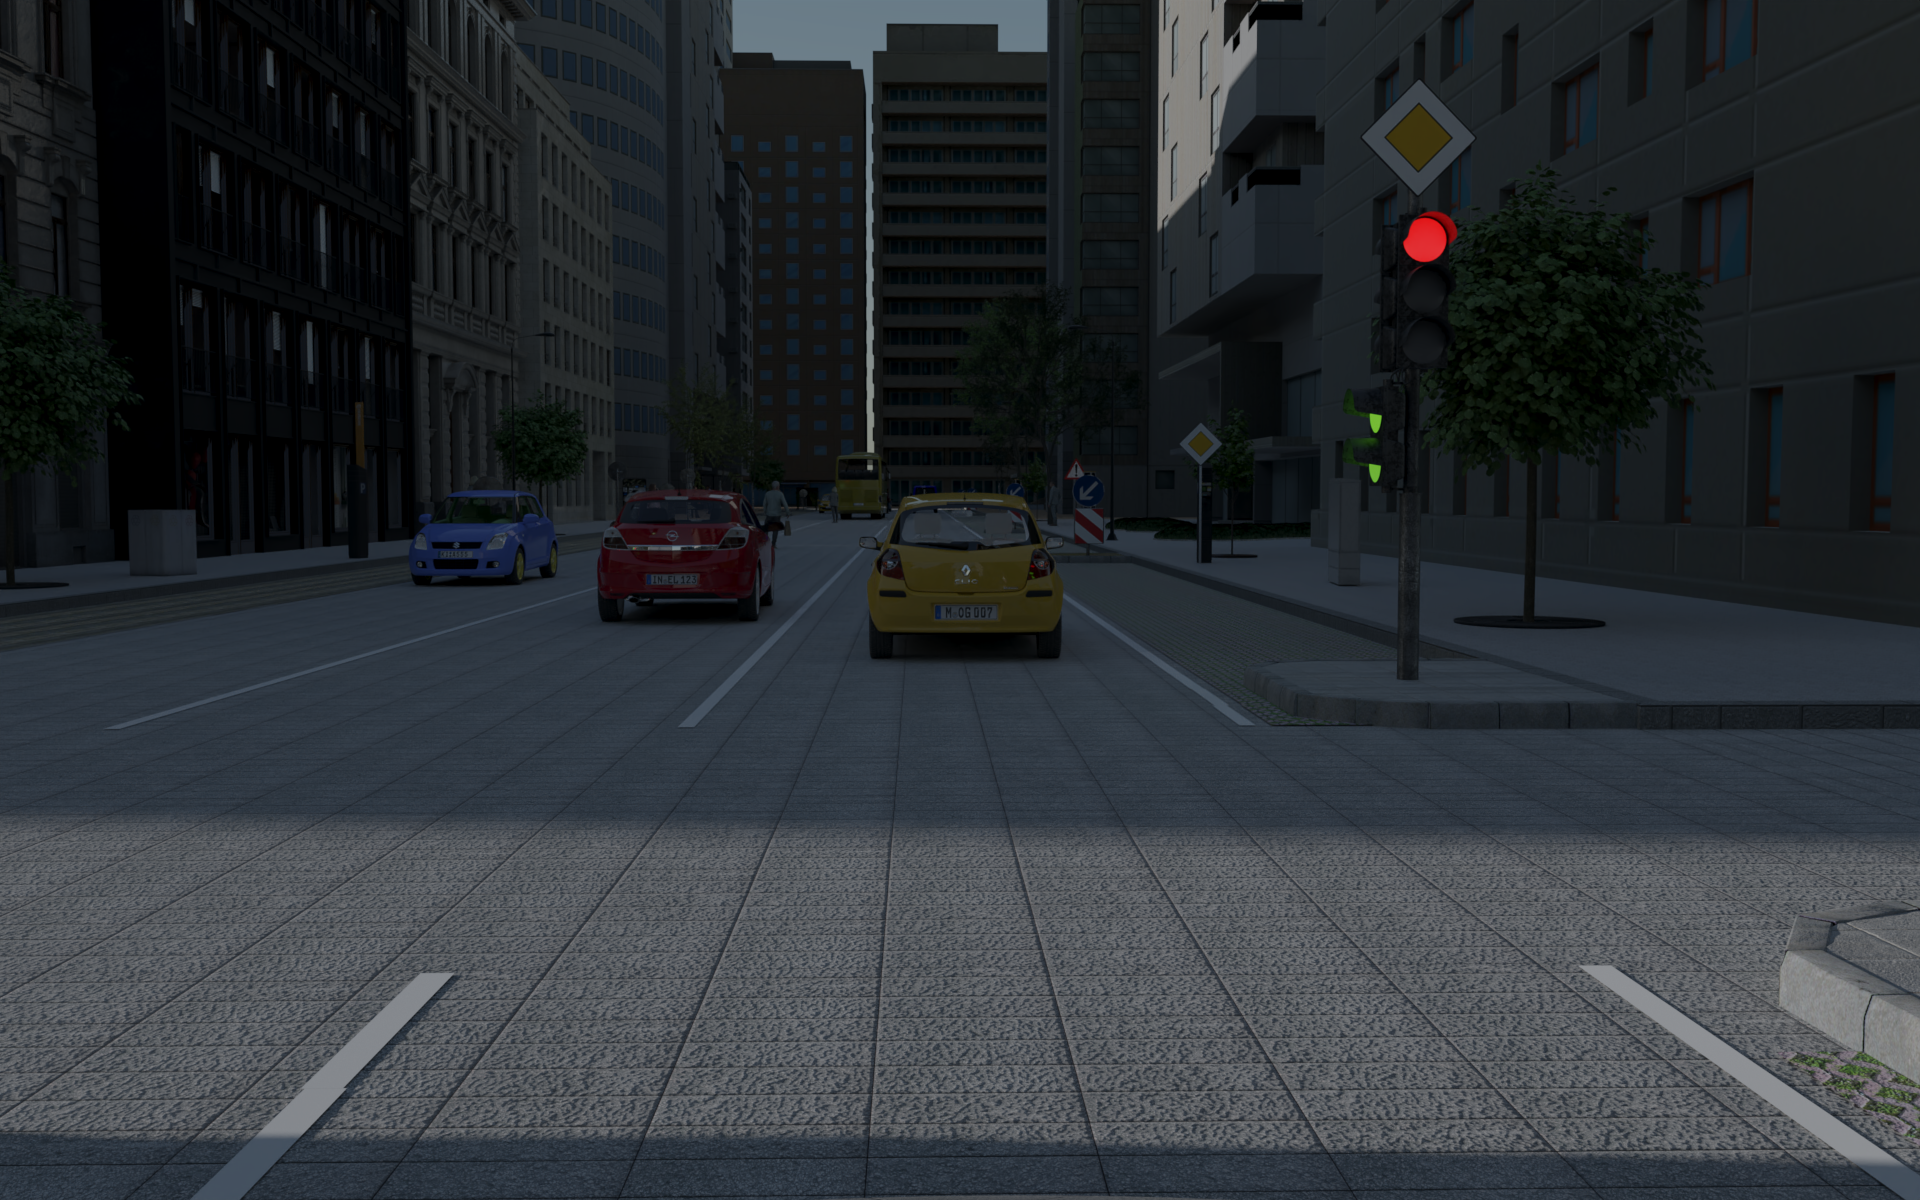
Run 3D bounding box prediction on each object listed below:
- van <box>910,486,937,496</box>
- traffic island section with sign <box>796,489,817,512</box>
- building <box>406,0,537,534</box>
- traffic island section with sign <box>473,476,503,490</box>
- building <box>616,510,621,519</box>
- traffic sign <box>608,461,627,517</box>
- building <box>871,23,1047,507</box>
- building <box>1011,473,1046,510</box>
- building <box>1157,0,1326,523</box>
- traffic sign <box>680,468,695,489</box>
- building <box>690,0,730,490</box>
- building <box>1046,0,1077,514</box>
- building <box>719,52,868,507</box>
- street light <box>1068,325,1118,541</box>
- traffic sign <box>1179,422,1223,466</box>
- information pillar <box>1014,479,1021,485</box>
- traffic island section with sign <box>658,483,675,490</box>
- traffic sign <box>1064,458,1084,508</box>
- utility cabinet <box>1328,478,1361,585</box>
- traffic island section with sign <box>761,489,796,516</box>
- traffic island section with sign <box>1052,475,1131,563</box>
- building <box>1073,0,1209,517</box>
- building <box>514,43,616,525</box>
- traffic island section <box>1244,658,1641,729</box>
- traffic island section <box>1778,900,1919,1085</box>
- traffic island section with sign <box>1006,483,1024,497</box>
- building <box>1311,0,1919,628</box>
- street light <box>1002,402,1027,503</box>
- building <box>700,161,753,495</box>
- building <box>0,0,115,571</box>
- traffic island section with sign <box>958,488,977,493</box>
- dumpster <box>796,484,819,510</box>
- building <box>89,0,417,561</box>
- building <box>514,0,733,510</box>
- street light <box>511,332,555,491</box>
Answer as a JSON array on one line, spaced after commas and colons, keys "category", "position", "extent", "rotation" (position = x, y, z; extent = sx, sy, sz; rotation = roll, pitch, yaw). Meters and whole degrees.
[{"category": "van", "position": [-2.624, -7.655, 129.545], "extent": [2.240, 2.365, 5.245], "rotation": [0, 4, -2]}, {"category": "traffic island section with sign", "position": [-12.708, -8.103, 141.106], "extent": [1.989, 1.847, 2.006], "rotation": [0, 4, -1]}, {"category": "building", "position": [-21.885, -14.040, 58.430], "extent": [11.050, 23.489, 19.941], "rotation": [0, 4, -1]}, {"category": "traffic island section with sign", "position": [-10.199, -1.744, 37.140], "extent": [1.989, 1.847, 2.006], "rotation": [0, 4, -1]}, {"category": "building", "position": [-27.858, -34.094, 99.432], "extent": [21.231, 58.520, 28.212], "rotation": [0, 4, -1]}, {"category": "traffic sign", "position": [-13.382, -4.133, 67.673], "extent": [0.768, 2.556, 0.104], "rotation": [0, 4, 3]}, {"category": "building", "position": [1.619, -34.222, 183.235], "extent": [21.600, 48.544, 21.300], "rotation": [0, 4, -1]}, {"category": "building", "position": [20.746, -27.914, 148.280], "extent": [32.217, 40.220, 23.993], "rotation": [0, 4, -1]}, {"category": "building", "position": [22.975, -29.274, 67.875], "extent": [28.713, 52.752, 27.495], "rotation": [0, 4, -1]}, {"category": "traffic sign", "position": [-13.371, -5.192, 84.998], "extent": [0.768, 2.556, 0.104], "rotation": [0, 3, 0]}, {"category": "building", "position": [-32.075, -32.961, 128.158], "extent": [28.713, 52.752, 27.495], "rotation": [0, 4, -1]}, {"category": "building", "position": [16.604, -35.447, 121.561], "extent": [21.231, 58.520, 28.212], "rotation": [0, 4, -1]}, {"category": "building", "position": [-16.867, -32.377, 179.481], "extent": [14.200, 45.320, 14.600], "rotation": [0, 4, -1]}, {"category": "street light", "position": [3.667, -4.601, 47.763], "extent": [1.470, 5.913, 1.316], "rotation": [0, 4, -1]}, {"category": "traffic sign", "position": [4.425, -1.958, 31.740], "extent": [0.795, 2.593, 0.064], "rotation": [1, 4, 8]}, {"category": "information pillar", "position": [2.842, -4.958, 85.549], "extent": [0.304, 2.012, 0.304], "rotation": [-1, 4, -13]}, {"category": "traffic island section with sign", "position": [-10.854, -3.392, 64.087], "extent": [1.989, 1.847, 2.006], "rotation": [0, 4, -1]}, {"category": "traffic sign", "position": [4.207, -3.832, 62.656], "extent": [0.884, 2.594, 0.081], "rotation": [0, 4, 7]}, {"category": "utility cabinet", "position": [5.466, -0.973, 24.595], "extent": [0.318, 1.500, 1.173], "rotation": [0, 4, 5]}, {"category": "traffic island section with sign", "position": [-12.072, -6.455, 114.159], "extent": [1.989, 1.847, 2.006], "rotation": [0, 4, -1]}, {"category": "traffic island section with sign", "position": [2.535, -1.710, 36.591], "extent": [1.989, 1.847, 2.006], "rotation": [0, 4, -1]}, {"category": "building", "position": [13.492, -20.154, 101.216], "extent": [14.160, 30.474, 14.107], "rotation": [0, 4, -1]}, {"category": "building", "position": [-22.077, -13.587, 76.894], "extent": [10.420, 20.320, 16.860], "rotation": [0, 4, -1]}, {"category": "traffic island section", "position": [3.123, 0.629, 11.999], "extent": [2.009, 0.180, 2.903], "rotation": [0, 4, -1]}, {"category": "traffic island section", "position": [3.315, 1.117, 4.016], "extent": [2.009, 0.180, 2.903], "rotation": [0, 4, -1]}, {"category": "traffic island section with sign", "position": [1.883, -3.358, 63.538], "extent": [1.989, 1.847, 2.006], "rotation": [0, 4, -1]}, {"category": "building", "position": [23.358, -11.207, 28.270], "extent": [28.899, 21.520, 27.650], "rotation": [0, 4, -1]}, {"category": "street light", "position": [2.788, -6.982, 86.704], "extent": [1.470, 5.913, 1.316], "rotation": [0, 4, -1]}, {"category": "building", "position": [-25.578, -23.316, 152.911], "extent": [14.107, 30.474, 14.160], "rotation": [0, 4, -1]}, {"category": "building", "position": [-20.545, -10.651, 23.293], "extent": [9.793, 20.994, 18.267], "rotation": [0, 4, -1]}, {"category": "traffic island section with sign", "position": [0.665, -6.451, 114.096], "extent": [1.989, 1.847, 2.006], "rotation": [0, 4, -1]}, {"category": "dumpster", "position": [-13.126, -8.797, 148.779], "extent": [1.985, 2.255, 1.502], "rotation": [0, 4, 0]}, {"category": "building", "position": [-21.320, -12.877, 40.225], "extent": [12.332, 23.373, 15.834], "rotation": [0, 4, -1]}, {"category": "building", "position": [-38.157, -39.162, 182.302], "extent": [28.212, 58.520, 21.231], "rotation": [0, 4, -1]}, {"category": "street light", "position": [-12.333, -4.732, 49.904], "extent": [1.470, 5.913, 1.316], "rotation": [0, 4, -1]}]
